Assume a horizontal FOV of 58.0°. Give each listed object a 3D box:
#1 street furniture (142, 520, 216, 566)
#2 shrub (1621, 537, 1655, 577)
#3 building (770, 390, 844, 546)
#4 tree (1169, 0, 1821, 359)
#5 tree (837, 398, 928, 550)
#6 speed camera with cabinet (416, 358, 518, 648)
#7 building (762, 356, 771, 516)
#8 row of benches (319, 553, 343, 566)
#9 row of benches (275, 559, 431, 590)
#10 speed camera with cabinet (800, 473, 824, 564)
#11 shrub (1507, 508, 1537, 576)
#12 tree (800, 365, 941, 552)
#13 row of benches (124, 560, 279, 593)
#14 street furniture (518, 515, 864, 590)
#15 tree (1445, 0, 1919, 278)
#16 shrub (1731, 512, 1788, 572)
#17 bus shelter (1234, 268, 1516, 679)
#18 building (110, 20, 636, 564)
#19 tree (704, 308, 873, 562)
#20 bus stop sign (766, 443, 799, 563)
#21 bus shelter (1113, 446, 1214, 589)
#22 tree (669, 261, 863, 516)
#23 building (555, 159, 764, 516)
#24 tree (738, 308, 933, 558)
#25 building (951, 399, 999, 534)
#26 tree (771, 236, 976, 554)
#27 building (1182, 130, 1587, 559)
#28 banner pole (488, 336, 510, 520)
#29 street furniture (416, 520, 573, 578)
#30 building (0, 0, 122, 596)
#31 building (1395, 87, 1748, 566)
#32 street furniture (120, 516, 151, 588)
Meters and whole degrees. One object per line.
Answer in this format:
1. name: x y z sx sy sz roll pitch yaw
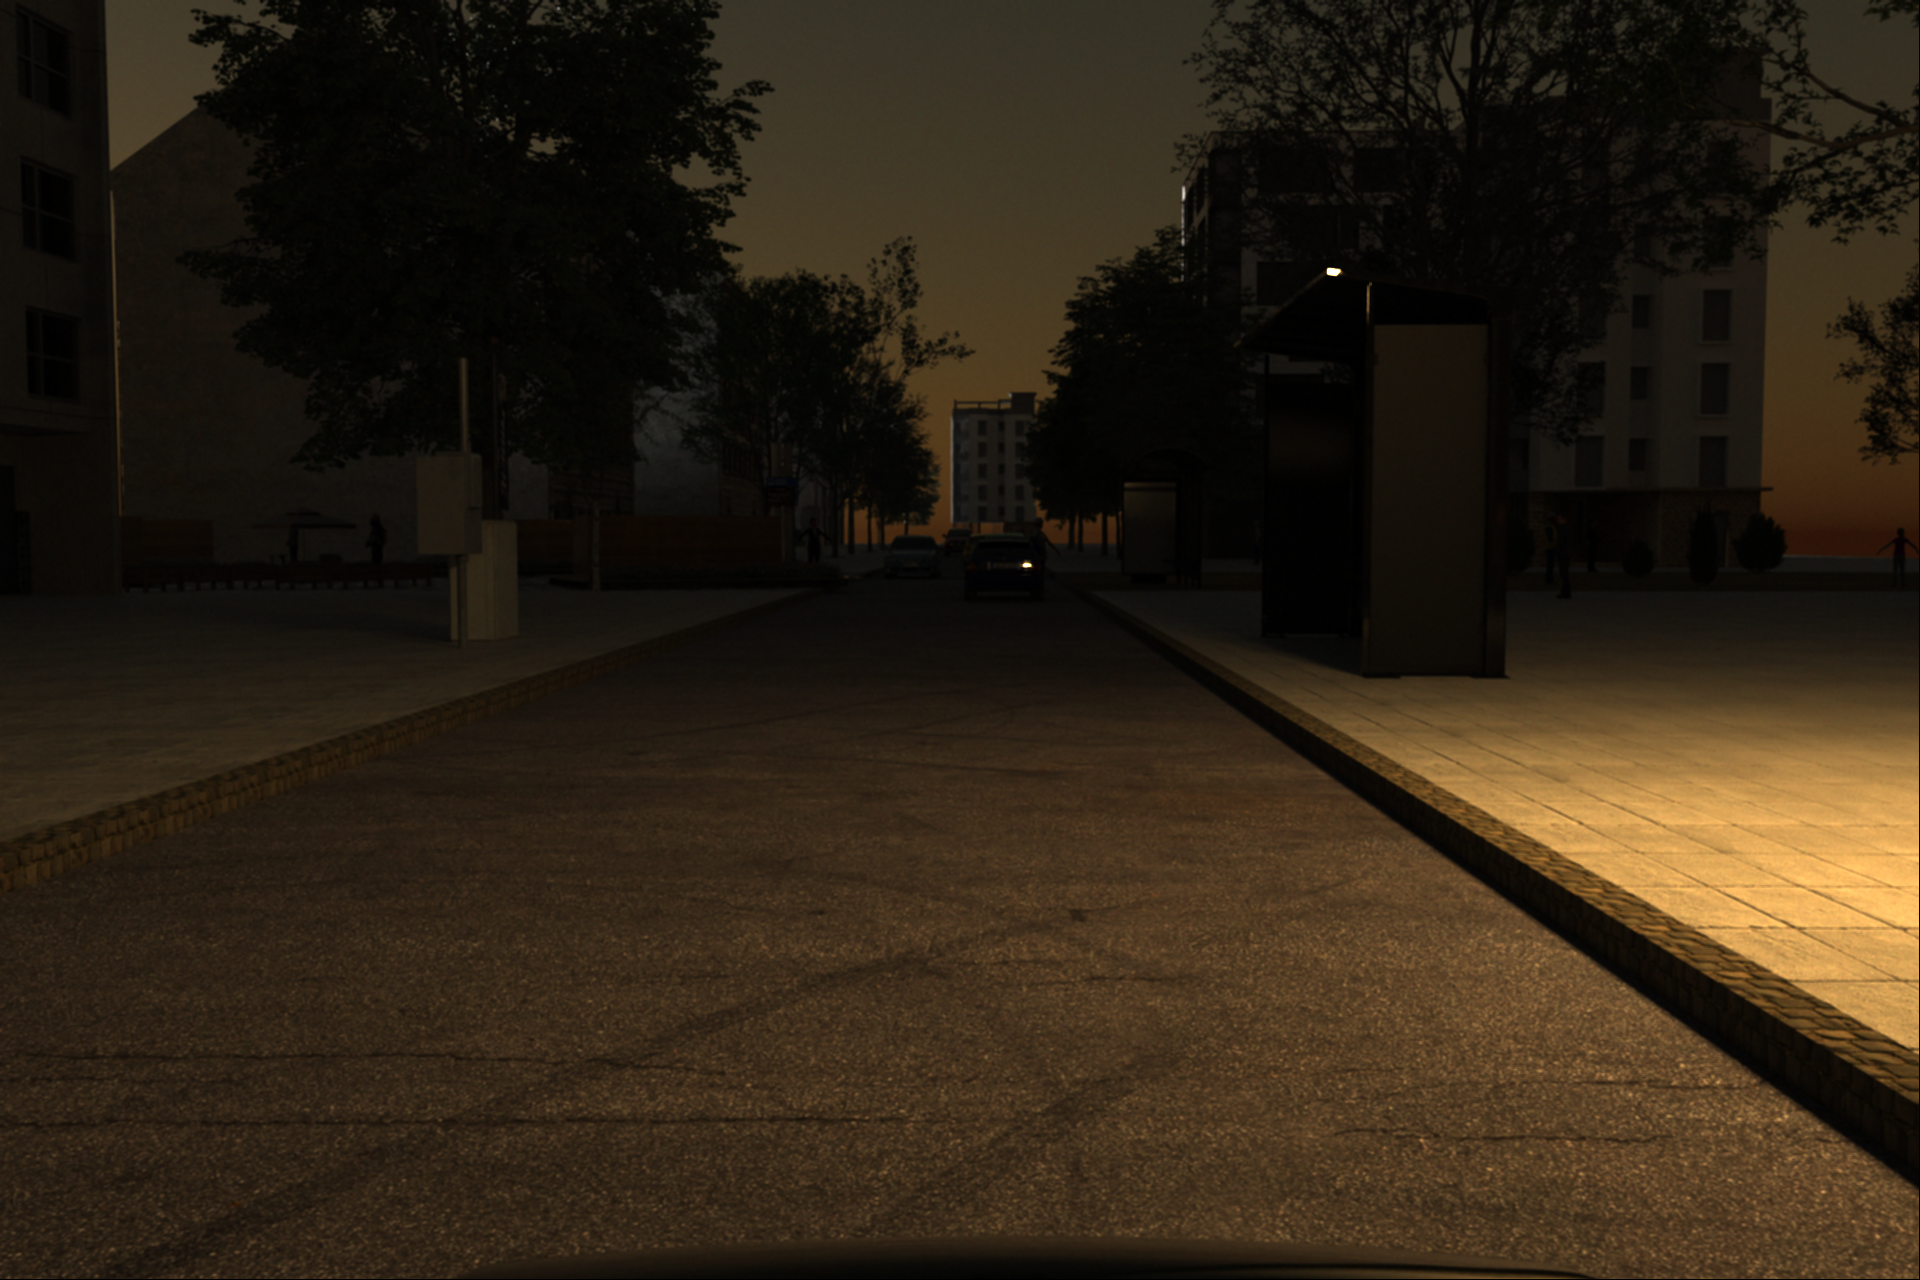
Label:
1. street furniture: -27.800 -2.896 54.203 9.812 1.723 11.010 -2 4 -26
2. shrub: 20.197 -2.475 51.583 1.383 1.207 1.383 0 3 0
3. building: -22.776 -20.209 196.876 16.747 18.905 31.486 0 4 1
4. tree: 7.818 -7.164 27.508 12.009 13.543 11.850 0 3 0
5. tree: -6.180 -13.398 137.185 7.486 12.596 7.792 0 3 0
6. speed camera with cabinet: -5.758 -1.586 20.272 0.660 3.252 2.038 0 4 2
7. building: -24.126 -18.627 160.965 16.016 20.090 11.380 0 4 1
8. row of benches: -20.533 -2.510 56.496 1.422 0.672 4.104 -1 4 -21
9. row of benches: -14.414 -1.568 41.096 1.422 0.672 4.104 2 4 34
10. speed camera with cabinet: -4.844 -3.825 56.868 0.660 3.252 2.038 0 4 1
11. shrub: 16.889 -3.018 53.386 1.661 2.075 1.752 0 3 0
12. tree: -6.579 -13.143 125.253 12.009 13.543 11.850 0 3 0
13. row of benches: -17.326 -1.496 39.920 1.422 0.672 4.104 1 4 23
14. street furniture: -5.996 -2.199 42.811 11.010 1.723 9.812 -2 4 -23
15. tree: 7.423 -4.685 11.019 8.767 10.594 7.601 0 4 1
16. shrub: 26.849 -3.309 58.145 1.661 2.075 1.752 0 3 0
17. bus shelter: 4.180 -1.661 18.435 1.731 3.624 6.357 0 4 1
18. building: -26.703 -15.405 82.805 19.493 23.208 18.063 0 4 1
19. tree: -7.836 -9.404 79.512 9.928 11.665 9.643 0 3 0
20. bus stop sign: -5.141 -3.737 50.118 0.837 3.901 0.837 0 4 2
21. bus shelter: 4.914 -2.976 42.588 2.014 3.302 5.546 0 4 2
22. tree: -7.396 -8.575 65.961 9.928 11.665 9.643 0 3 0
23. building: -23.064 -17.092 110.379 19.493 23.208 18.063 0 4 1
24. tree: -6.632 -11.197 93.444 12.009 13.543 11.850 0 3 0
25. building: -0.899 -23.026 235.358 11.380 20.090 16.016 0 4 2
26. tree: -5.730 -15.519 109.621 12.611 20.169 13.585 0 3 0
27. building: 27.039 -15.916 104.194 27.936 21.610 32.646 0 4 1
28. banner pole: -5.910 -1.973 22.282 0.401 3.779 0.863 0 4 0
29. street furniture: -14.699 -2.879 53.923 9.812 1.723 11.010 -1 4 -19
30. building: -26.763 -9.449 20.957 16.747 18.905 31.486 0 4 2
31. building: 25.312 -13.659 79.738 16.016 20.090 11.380 0 4 1
32. street furniture: -24.350 -2.145 41.931 9.812 1.723 11.010 -2 4 -31
